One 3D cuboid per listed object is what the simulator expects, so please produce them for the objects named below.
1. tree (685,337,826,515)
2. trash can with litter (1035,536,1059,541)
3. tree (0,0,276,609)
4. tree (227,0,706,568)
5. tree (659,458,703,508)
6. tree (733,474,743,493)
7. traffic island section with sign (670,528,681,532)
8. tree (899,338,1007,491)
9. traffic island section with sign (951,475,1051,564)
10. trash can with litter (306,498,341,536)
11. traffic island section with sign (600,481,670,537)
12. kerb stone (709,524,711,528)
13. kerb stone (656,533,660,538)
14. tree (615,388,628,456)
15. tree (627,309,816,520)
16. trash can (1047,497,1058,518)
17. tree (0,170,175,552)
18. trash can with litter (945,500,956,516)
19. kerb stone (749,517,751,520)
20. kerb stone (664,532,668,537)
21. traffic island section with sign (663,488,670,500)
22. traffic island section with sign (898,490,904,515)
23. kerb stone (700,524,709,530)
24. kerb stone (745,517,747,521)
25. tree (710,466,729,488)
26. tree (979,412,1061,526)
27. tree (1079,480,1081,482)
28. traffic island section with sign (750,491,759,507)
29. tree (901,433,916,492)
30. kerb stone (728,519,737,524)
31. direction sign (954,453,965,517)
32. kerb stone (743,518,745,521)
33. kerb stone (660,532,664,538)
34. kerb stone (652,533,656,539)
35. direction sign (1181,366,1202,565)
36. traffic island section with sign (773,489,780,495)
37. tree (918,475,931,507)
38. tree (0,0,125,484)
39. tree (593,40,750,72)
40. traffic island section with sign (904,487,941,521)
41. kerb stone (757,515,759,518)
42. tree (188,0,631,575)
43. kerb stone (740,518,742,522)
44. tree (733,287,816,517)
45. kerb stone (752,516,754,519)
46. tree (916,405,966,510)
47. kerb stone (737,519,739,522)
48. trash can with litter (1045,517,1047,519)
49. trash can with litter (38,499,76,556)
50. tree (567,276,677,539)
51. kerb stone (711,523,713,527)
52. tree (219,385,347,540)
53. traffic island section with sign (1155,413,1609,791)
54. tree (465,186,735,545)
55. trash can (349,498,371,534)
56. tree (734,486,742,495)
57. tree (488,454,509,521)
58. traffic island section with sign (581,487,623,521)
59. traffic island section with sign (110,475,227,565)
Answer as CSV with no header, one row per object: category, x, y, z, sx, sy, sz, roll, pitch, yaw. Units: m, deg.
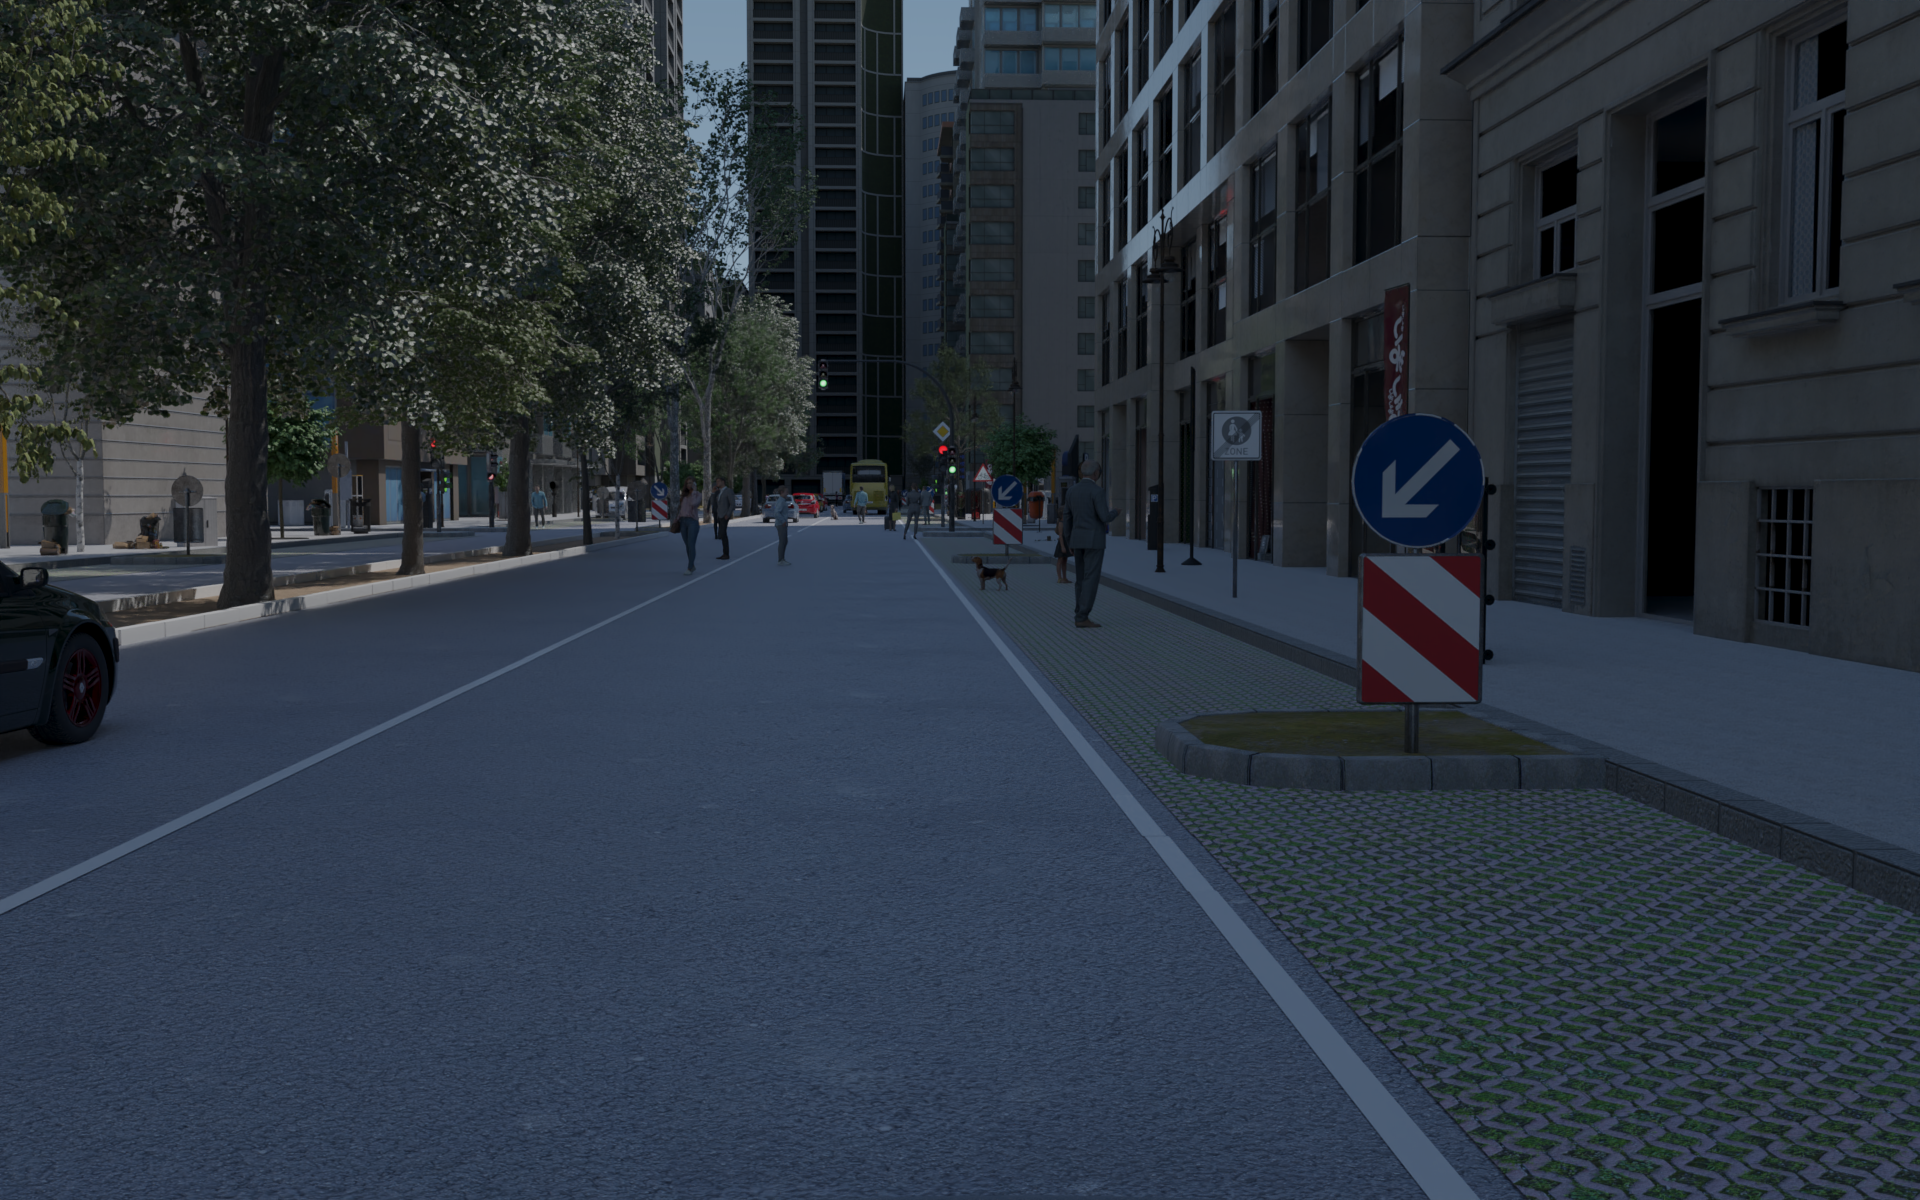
tree,-13.904,-12.069,116.798,9.611,12.733,9.660,0,3,0
trash can with litter,3.034,-2.230,47.525,2.233,1.210,1.678,-1,4,-17
tree,-8.945,-6.866,21.369,9.857,13.997,8.962,0,3,0
tree,-10.236,-7.987,39.703,9.857,13.997,8.962,0,3,0
tree,-23.963,-9.976,146.828,4.285,4.588,4.351,0,3,0
tree,-27.416,-13.792,209.217,4.285,4.588,4.351,0,3,0
traffic island section with sign,-11.397,-3.549,66.168,2.006,1.907,1.989,0,4,-3
tree,-0.213,-10.396,104.381,7.601,10.594,8.767,0,4,-2
traffic island section with sign,0.827,-1.685,36.184,1.989,1.847,2.006,0,4,-3
trash can with litter,-19.638,-2.575,53.486,0.624,1.170,1.055,1,4,11
traffic island section with sign,-11.056,-3.097,58.769,2.006,1.907,1.989,0,4,-3
kerb stone,-10.662,-3.088,72.724,0.120,0.150,1.000,0,4,-3
kerb stone,-9.876,-2.055,55.807,0.120,0.150,1.000,0,4,-3
tree,-23.525,-12.834,135.586,9.928,11.665,9.643,0,3,0
tree,-12.676,-10.259,95.954,9.928,11.665,9.643,0,3,0
trash can,4.477,-4.308,82.094,0.748,1.137,0.748,0,3,0
tree,-19.507,-5.380,38.333,4.360,8.622,3.978,0,3,0
trash can with litter,-0.334,-5.446,100.426,1.055,1.170,0.624,0,4,3
kerb stone,-11.747,-4.469,95.262,0.120,0.150,1.000,0,4,-3
kerb stone,-9.967,-2.181,57.856,0.120,0.150,1.000,0,4,-3
traffic island section with sign,-20.107,-6.768,119.277,1.989,1.847,2.006,0,4,-3
traffic island section with sign,-3.085,-6.737,118.777,1.989,1.847,2.006,0,4,-3
kerb stone,-10.626,-3.027,71.702,0.120,0.150,1.000,0,4,-3
kerb stone,-11.593,-4.280,92.183,0.120,0.150,1.000,0,4,-3
tree,-24.689,-10.983,163.289,4.285,4.588,4.351,0,3,0
tree,2.397,-5.225,69.145,4.285,4.588,4.351,0,3,0
tree,7.737,-7.647,119.629,1.663,3.219,1.824,0,3,0
traffic island section with sign,-23.692,-11.411,195.200,1.989,1.847,2.006,0,4,-3
tree,-4.278,-14.384,185.545,4.360,8.622,3.978,0,3,0
kerb stone,-11.300,-3.903,86.036,0.120,0.150,1.000,0,4,-3
direction sign,-0.126,-6.346,95.760,0.876,3.537,0.379,2,4,26
kerb stone,-11.548,-4.217,91.149,0.120,0.150,1.000,0,4,-3
kerb stone,-9.913,-2.118,56.831,0.120,0.150,1.000,0,4,-3
kerb stone,-9.821,-1.993,54.784,0.120,0.150,1.000,0,4,-3
direction sign,4.189,-2.399,31.219,0.379,3.537,0.876,1,4,11
traffic island section with sign,-14.961,-8.140,141.222,2.006,1.907,1.989,0,4,-3
tree,-3.526,-11.153,176.959,1.663,3.219,1.824,0,3,0
tree,-8.780,-3.751,14.148,4.737,8.622,4.395,0,3,0
tree,-12.936,-13.018,71.189,12.611,20.169,13.585,0,3,0
traffic island section with sign,-1.816,-5.090,91.852,1.989,1.847,2.006,0,4,-3
kerb stone,-12.028,-4.846,101.421,0.120,0.150,1.000,0,4,-3
tree,-9.780,-6.728,30.585,7.486,12.596,7.792,0,3,0
kerb stone,-11.444,-4.087,89.108,0.120,0.150,1.000,0,4,-3
tree,-13.266,-12.085,106.709,9.857,13.997,8.962,0,3,0
kerb stone,-11.829,-4.594,97.311,0.120,0.150,1.000,0,4,-3
tree,-0.849,-11.459,137.712,4.360,8.622,3.978,0,3,0
kerb stone,-11.346,-3.962,87.057,0.120,0.150,1.000,0,4,-3
trash can with litter,4.653,-4.432,83.857,1.055,1.170,0.624,0,4,-5
trash can with litter,-19.048,-1.536,36.500,0.624,1.170,1.055,-1,4,-18
tree,-10.887,-6.243,54.900,4.360,8.622,3.978,0,3,0
kerb stone,-10.720,-3.153,73.746,0.120,0.150,1.000,0,4,-3
tree,-19.267,-4.013,49.332,4.285,4.588,4.351,0,3,0
traffic island section with sign,2.105,-0.039,9.259,1.989,1.847,2.006,0,4,-3
tree,-10.465,-6.845,48.784,8.767,10.594,7.601,0,4,-3
trash can,-19.314,-2.700,55.806,0.748,1.137,0.748,0,3,0
tree,-27.406,-13.344,212.774,1.663,3.219,1.824,0,3,0
tree,-21.819,-5.442,83.578,1.663,3.219,1.824,0,3,0
traffic island section with sign,-18.770,-5.038,90.995,1.989,1.847,2.006,0,4,-3
traffic island section with sign,-16.145,-1.661,35.791,1.989,1.847,2.006,0,4,-3
